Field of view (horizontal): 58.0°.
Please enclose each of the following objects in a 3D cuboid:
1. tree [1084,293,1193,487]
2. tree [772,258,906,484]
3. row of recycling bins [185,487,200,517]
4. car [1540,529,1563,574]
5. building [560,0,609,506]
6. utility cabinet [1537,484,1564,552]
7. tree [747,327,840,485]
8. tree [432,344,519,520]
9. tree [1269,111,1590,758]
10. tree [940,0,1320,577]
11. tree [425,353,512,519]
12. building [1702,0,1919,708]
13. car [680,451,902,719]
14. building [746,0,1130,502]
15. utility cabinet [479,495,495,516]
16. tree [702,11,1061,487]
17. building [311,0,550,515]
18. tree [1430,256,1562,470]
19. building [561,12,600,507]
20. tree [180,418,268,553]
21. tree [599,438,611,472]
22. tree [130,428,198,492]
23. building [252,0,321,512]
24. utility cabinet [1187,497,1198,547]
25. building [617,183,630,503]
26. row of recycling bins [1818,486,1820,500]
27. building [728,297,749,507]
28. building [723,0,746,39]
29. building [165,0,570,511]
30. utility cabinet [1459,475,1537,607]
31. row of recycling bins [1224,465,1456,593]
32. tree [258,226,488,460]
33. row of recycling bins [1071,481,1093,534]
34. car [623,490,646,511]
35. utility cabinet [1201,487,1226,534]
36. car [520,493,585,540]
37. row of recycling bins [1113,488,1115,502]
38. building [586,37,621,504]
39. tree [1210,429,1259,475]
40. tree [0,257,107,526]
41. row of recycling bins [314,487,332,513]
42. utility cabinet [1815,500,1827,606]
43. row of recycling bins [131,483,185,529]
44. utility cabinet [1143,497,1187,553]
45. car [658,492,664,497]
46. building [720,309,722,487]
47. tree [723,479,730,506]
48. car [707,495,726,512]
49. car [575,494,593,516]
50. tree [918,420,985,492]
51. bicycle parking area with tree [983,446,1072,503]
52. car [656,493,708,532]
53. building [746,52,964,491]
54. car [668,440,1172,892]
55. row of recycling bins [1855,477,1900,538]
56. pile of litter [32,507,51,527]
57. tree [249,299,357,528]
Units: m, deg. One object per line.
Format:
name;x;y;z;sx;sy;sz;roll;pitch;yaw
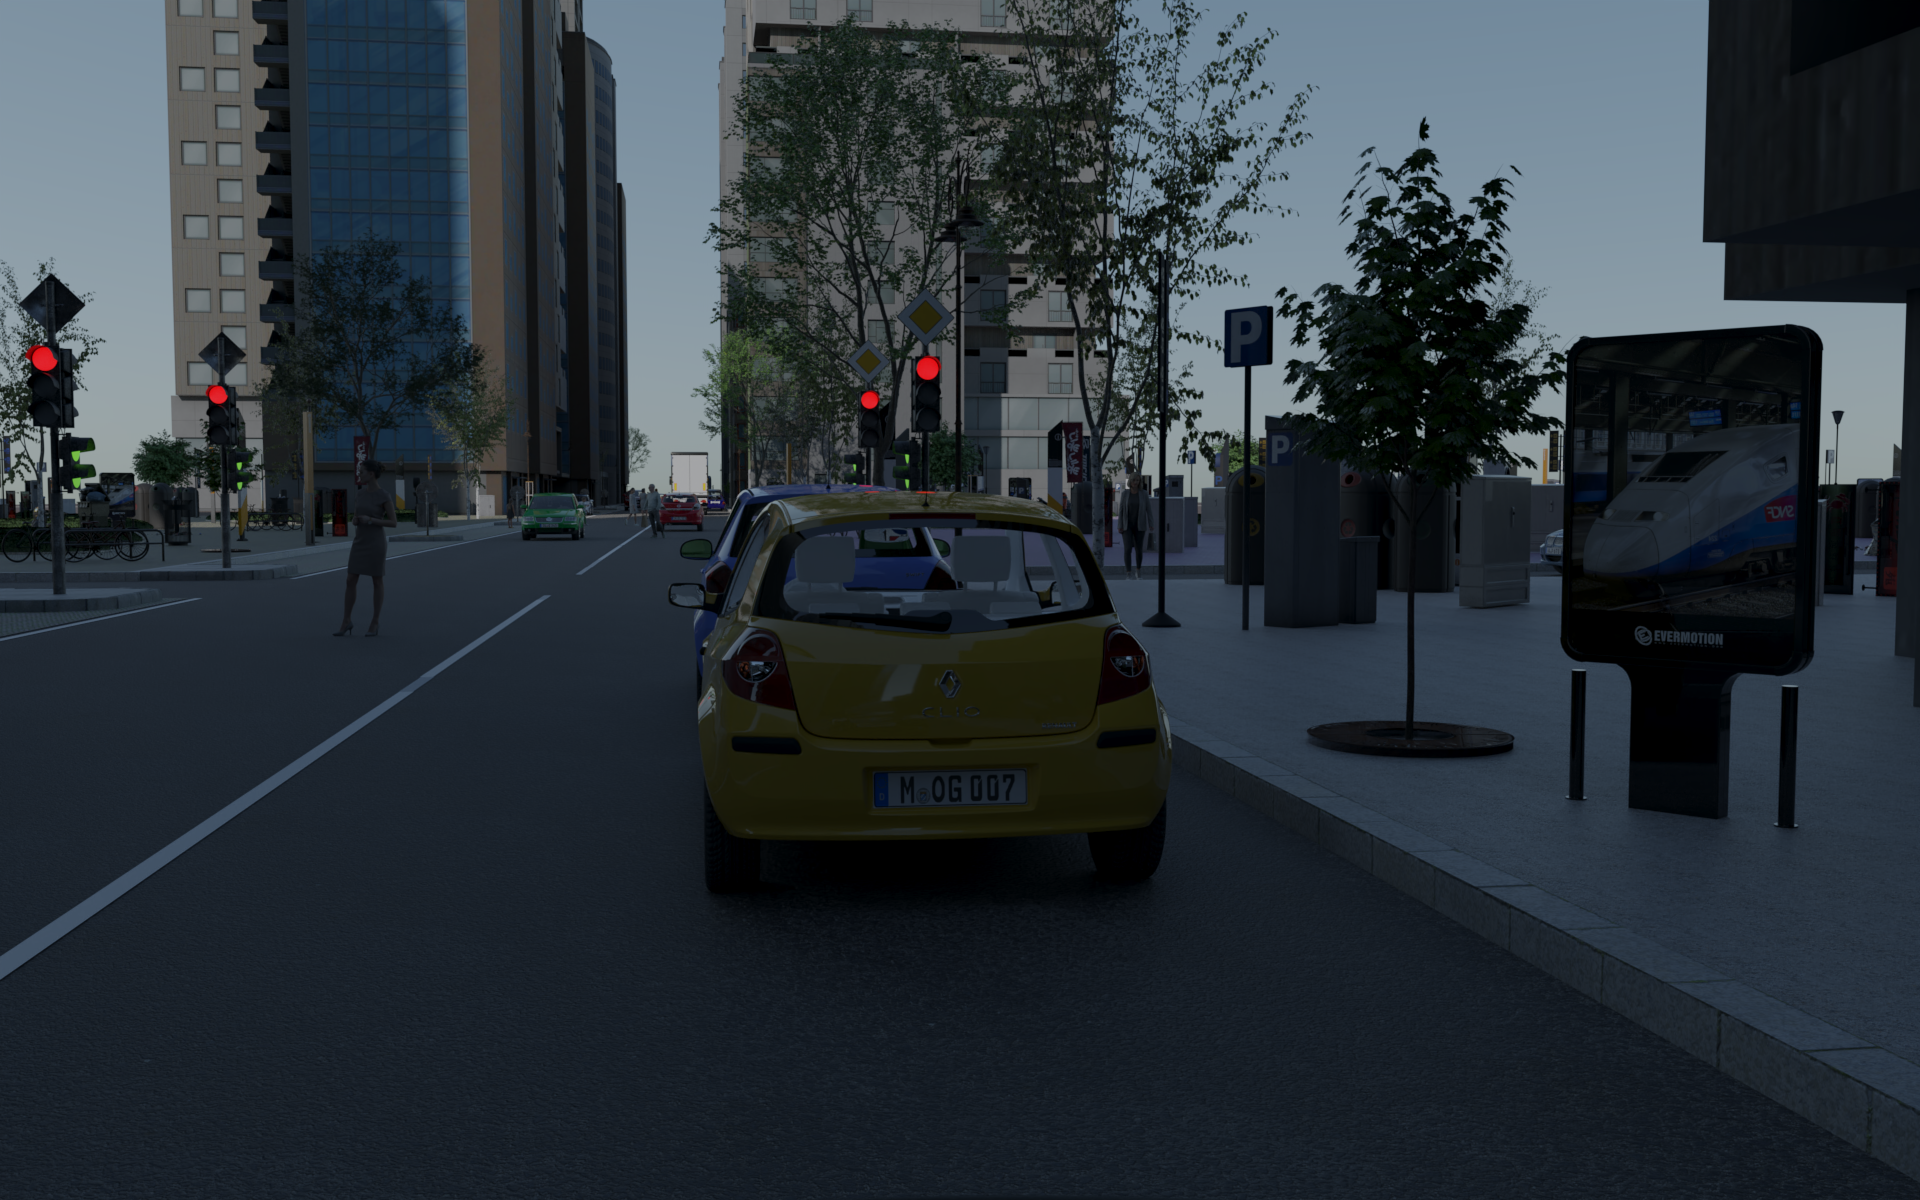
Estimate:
tree;6.357;-6.828;62.008;4.737;8.622;4.395;0;3;0
tree;-3.910;-6.374;54.585;4.737;8.622;4.395;0;3;0
row of recycling bins;-44.095;-5.523;97.406;3.534;1.692;1.069;2;4;30
car;12.452;-1.122;30.354;4.499;1.417;2.014;-1;4;-10
building;-50.528;-46.254;194.507;20.563;71.187;20.611;-1;4;-9
utility cabinet;12.798;-1.779;37.772;1.173;1.500;0.318;2;4;23
tree;-6.934;-7.663;75.656;4.360;8.622;3.978;0;3;0
tree;-23.770;-8.198;84.394;4.737;8.622;4.395;0;3;0
tree;2.447;-0.871;8.843;1.663;3.219;1.824;0;3;0
tree;1.668;-4.242;19.722;4.360;8.622;3.978;0;3;0
tree;-25.353;-8.547;90.106;4.360;8.622;3.978;0;3;0
building;11.459;-14.417;7.426;14.160;30.474;14.107;-1;4;-9
car;-0.980;-0.151;12.067;1.945;1.707;3.694;0;4;-8
building;-3.207;-33.621;138.936;28.713;52.752;27.495;-1;4;-9
utility cabinet;-27.661;-5.500;101.083;0.306;1.237;1.020;3;5;39
tree;-1.613;-6.779;36.598;9.928;11.665;9.643;0;3;0
building;-36.618;-28.944;123.342;14.600;45.320;14.200;-1;4;-9
tree;15.986;-6.268;52.848;4.360;8.622;3.978;0;3;0
building;-42.045;-31.489;164.947;14.600;45.320;14.200;-1;4;-9
tree;-16.197;-2.666;38.189;1.663;3.219;1.824;0;3;0
tree;-38.200;-13.886;177.398;4.360;8.622;3.978;0;3;0
tree;-39.691;-6.289;86.534;4.285;4.588;4.351;0;3;0
building;-35.241;-28.080;109.215;14.600;45.320;14.200;-1;4;-9
utility cabinet;5.248;-1.888;42.036;1.020;1.237;0.306;-1;4;-17
building;-53.624;-36.165;241.401;14.600;45.320;14.200;-1;4;-9
row of recycling bins;43.827;-5.208;92.258;3.534;1.692;1.069;2;4;25
building;-8.334;-19.790;168.610;27.650;21.520;28.899;-1;4;-9
building;-17.588;-40.760;208.416;21.231;58.520;28.212;-1;4;-9
building;-47.103;-33.843;142.576;28.713;52.752;27.495;-1;4;-9
utility cabinet;6.129;-0.678;19.768;0.318;1.500;1.173;3;5;43
row of recycling bins;5.168;-1.021;23.801;3.534;1.692;1.069;3;5;44
tree;-20.124;-7.665;59.742;8.767;10.594;7.601;0;4;5
row of recycling bins;4.184;-3.037;56.761;1.069;1.692;3.534;0;4;6
car;-28.072;-8.661;150.282;2.281;1.827;5.304;-1;4;-10
utility cabinet;8.207;-2.856;55.380;0.318;1.500;1.173;-2;4;-34
car;-12.918;-2.830;55.059;1.959;1.807;4.718;-1;4;-10
row of recycling bins;9.769;-6.164;107.889;1.069;1.692;3.534;-1;4;-16
building;-54.548;-41.415;219.141;21.231;58.520;28.212;-1;4;-9
tree;14.079;-6.317;87.004;4.285;4.588;4.351;0;3;0
tree;-28.512;-6.278;53.007;4.737;8.622;4.395;0;3;0
row of recycling bins;-36.142;-5.556;97.948;1.069;1.692;3.534;-1;4;-12
utility cabinet;9.474;-0.550;20.148;1.020;1.237;0.306;3;4;36
row of recycling bins;-30.588;-3.494;64.232;3.534;1.692;1.069;1;4;23
utility cabinet;4.392;-1.640;37.970;1.020;1.237;0.306;1;4;16
car;-28.014;-9.250;160.834;1.945;1.707;3.694;-1;4;-9
building;-28.569;-29.738;257.910;14.160;30.474;14.107;-1;4;-9
tree;-25.134;-11.879;188.816;1.663;3.219;1.824;0;3;0
car;-20.130;-7.916;142.013;1.945;1.354;3.894;-1;4;-10
car;-25.672;-6.397;116.600;2.014;1.417;4.499;-1;4;-9
tree;-0.589;-5.593;75.157;4.285;4.588;4.351;0;3;0
bicycle parking area with tree;4.166;-7.179;104.384;8.231;4.147;9.016;0;4;6
car;-10.962;-3.598;67.863;2.155;1.783;4.494;0;4;-8
building;-7.497;-21.178;117.969;14.160;30.474;14.107;-1;4;-9
car;-0.301;0.151;7.759;2.015;1.641;3.980;0;4;-8
row of recycling bins;27.585;-2.601;49.635;3.534;1.692;1.069;3;4;36
pile of litter;-30.484;-2.689;57.935;1.176;0.858;1.719;-1;4;-8
tree;-24.991;-7.066;65.890;4.360;8.622;3.978;0;3;0
